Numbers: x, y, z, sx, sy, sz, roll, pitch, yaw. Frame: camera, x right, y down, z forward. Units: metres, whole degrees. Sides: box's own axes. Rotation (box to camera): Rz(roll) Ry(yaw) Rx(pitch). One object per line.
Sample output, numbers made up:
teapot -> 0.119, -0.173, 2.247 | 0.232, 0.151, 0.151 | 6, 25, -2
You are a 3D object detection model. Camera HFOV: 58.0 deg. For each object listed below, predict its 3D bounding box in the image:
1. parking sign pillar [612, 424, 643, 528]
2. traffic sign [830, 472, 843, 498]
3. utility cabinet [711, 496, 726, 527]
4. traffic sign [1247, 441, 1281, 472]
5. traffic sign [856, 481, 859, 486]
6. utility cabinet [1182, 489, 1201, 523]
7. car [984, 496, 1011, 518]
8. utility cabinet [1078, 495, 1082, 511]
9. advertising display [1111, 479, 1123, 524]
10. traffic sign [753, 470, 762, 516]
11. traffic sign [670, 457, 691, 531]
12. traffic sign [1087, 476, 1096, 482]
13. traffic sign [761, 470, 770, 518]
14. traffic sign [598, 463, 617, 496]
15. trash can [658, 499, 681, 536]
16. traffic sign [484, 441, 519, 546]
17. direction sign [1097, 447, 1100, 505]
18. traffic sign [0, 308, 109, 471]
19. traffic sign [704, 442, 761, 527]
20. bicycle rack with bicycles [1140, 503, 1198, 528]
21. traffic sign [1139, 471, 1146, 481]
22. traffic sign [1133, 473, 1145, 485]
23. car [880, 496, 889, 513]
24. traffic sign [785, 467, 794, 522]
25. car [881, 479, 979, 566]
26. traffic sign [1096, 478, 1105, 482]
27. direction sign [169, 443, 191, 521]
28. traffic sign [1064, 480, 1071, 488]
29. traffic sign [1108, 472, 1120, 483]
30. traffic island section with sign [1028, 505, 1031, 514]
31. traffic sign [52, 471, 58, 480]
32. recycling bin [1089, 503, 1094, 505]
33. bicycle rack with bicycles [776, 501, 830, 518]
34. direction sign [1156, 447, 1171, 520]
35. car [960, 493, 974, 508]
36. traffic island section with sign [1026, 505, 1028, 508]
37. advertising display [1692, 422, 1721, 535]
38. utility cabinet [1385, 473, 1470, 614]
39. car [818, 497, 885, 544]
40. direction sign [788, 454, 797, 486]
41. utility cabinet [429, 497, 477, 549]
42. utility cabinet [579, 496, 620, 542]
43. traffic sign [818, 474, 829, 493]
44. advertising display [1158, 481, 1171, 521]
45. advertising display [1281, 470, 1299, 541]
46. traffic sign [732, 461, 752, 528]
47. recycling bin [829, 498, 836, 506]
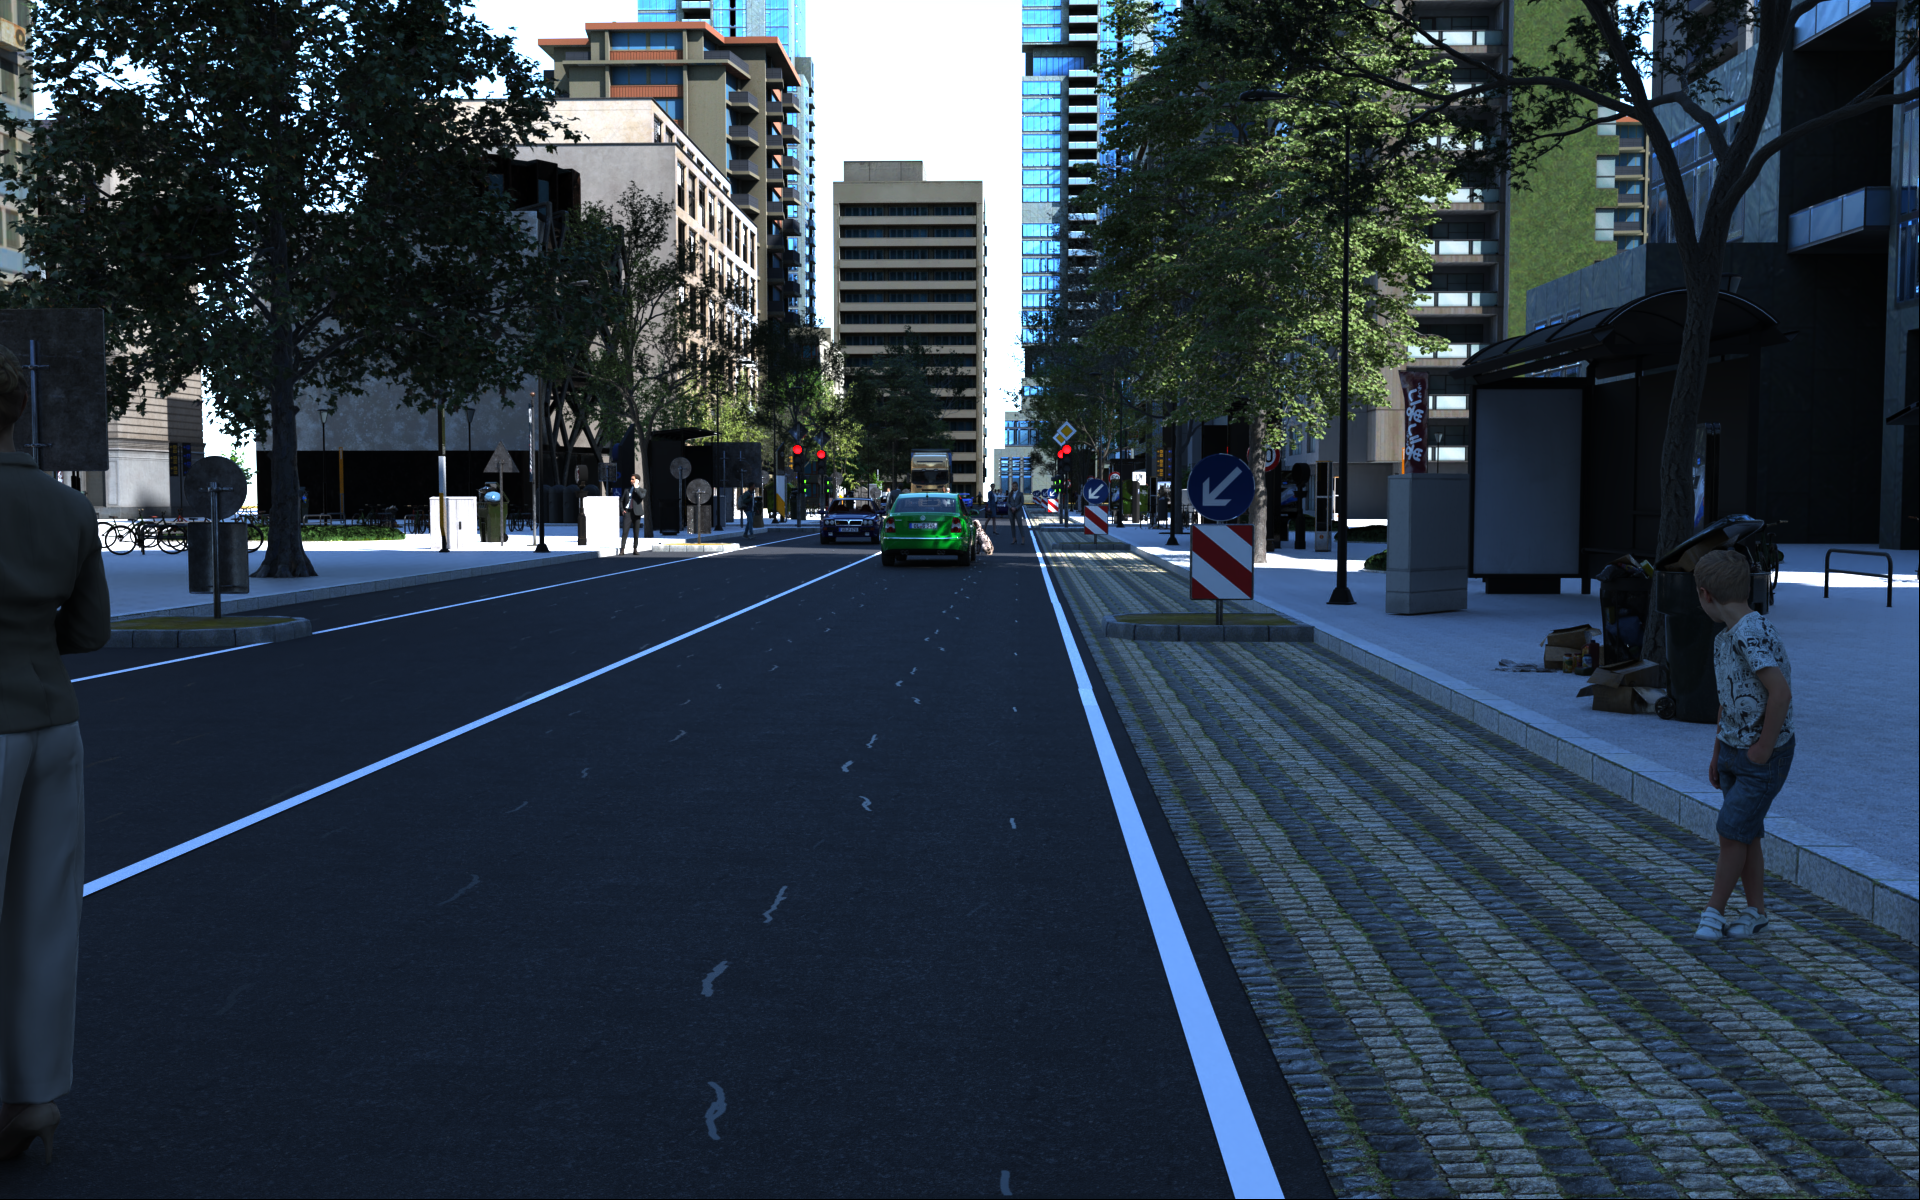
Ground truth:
parking sign pillar -> -12.751, -4.719, 65.627 | 1.447, 3.967, 1.447 | 1, 4, 11
traffic sign -> -7.118, -6.096, 99.779 | 0.768, 2.556, 0.104 | 0, 4, 6
utility cabinet -> -9.641, -3.441, 67.421 | 1.020, 1.237, 0.306 | 0, 4, -2
traffic sign -> 6.972, -2.430, 39.832 | 0.768, 2.556, 0.104 | 0, 4, 4
traffic sign -> -8.423, -8.527, 139.527 | 0.768, 2.556, 0.104 | 1, 4, 10
utility cabinet -> 10.022, -4.093, 75.598 | 0.318, 1.500, 1.173 | -2, 4, -26
car -> 2.390, -5.551, 103.342 | 1.945, 1.354, 3.894 | 0, 4, 3
utility cabinet -> 8.824, -6.947, 124.746 | 0.306, 1.237, 1.020 | 2, 4, 27
advertising display -> 6.665, -4.190, 73.725 | 0.123, 1.923, 0.974 | -1, 4, -19
traffic sign -> -9.071, -4.647, 76.091 | 0.768, 2.556, 0.104 | 0, 4, 8
traffic sign -> -9.630, -3.643, 59.675 | 0.768, 2.556, 0.104 | 1, 4, 8
traffic sign -> 9.145, -7.390, 120.925 | 0.768, 2.556, 0.104 | 0, 4, 6
traffic sign -> -10.570, -5.660, 92.651 | 0.768, 2.556, 0.104 | 0, 4, 5
traffic sign -> -11.506, -3.328, 56.541 | 0.606, 2.300, 0.079 | 0, 4, 8
trash can -> -9.023, -2.577, 53.784 | 0.748, 1.137, 0.748 | 0, 3, 0
traffic sign -> -11.220, -2.592, 42.376 | 0.884, 2.594, 0.081 | 0, 4, 4
direction sign -> 6.715, -5.596, 83.499 | 0.379, 3.537, 0.876 | 0, 4, -7
traffic sign -> -10.483, -1.542, 19.082 | 2.265, 3.308, 0.079 | 0, 4, 5
traffic sign -> -8.901, -4.520, 67.782 | 2.265, 3.308, 0.079 | 0, 4, 3
bicycle rack with bicycles -> 8.136, -3.218, 65.998 | 2.852, 0.926, 2.925 | 1, 4, 22
traffic sign -> 10.132, -5.974, 97.777 | 0.768, 2.556, 0.104 | 1, 4, 10
traffic sign -> 8.333, -4.804, 80.682 | 0.606, 2.300, 0.079 | 1, 4, 10
car -> -4.526, -6.087, 112.094 | 1.945, 1.354, 3.894 | 0, 4, 1
traffic sign -> -8.034, -4.889, 80.034 | 0.768, 2.556, 0.104 | 0, 4, 7
car -> -0.601, -1.660, 35.933 | 1.959, 1.807, 4.718 | 0, 4, 3
traffic sign -> 10.224, -7.769, 127.132 | 0.768, 2.556, 0.104 | 0, 4, 6
direction sign -> -34.342, -5.159, 76.348 | 0.876, 3.537, 0.379 | -2, 4, -26
traffic sign -> 9.195, -9.072, 148.436 | 0.768, 2.556, 0.104 | 0, 4, 4
traffic sign -> 8.793, -6.004, 98.266 | 0.768, 2.556, 0.104 | 0, 4, 3
traffic island section with sign -> 6.122, -7.197, 126.304 | 1.989, 1.847, 2.006 | 0, 4, 2
traffic sign -> -10.677, -1.122, 20.467 | 0.606, 2.300, 0.079 | 1, 4, 11
recycling bin -> 8.521, -5.913, 109.226 | 0.722, 1.027, 0.722 | 0, 4, 6
bicycle rack with bicycles -> -8.334, -4.983, 94.854 | 2.852, 0.926, 2.925 | -3, 5, -43
direction sign -> 9.992, -5.641, 84.223 | 0.876, 3.537, 0.379 | 1, 4, 14
car -> 0.435, -10.146, 175.485 | 1.945, 1.707, 3.694 | 0, 4, 0
traffic island section with sign -> 7.821, -10.280, 176.709 | 1.989, 1.847, 2.006 | 0, 4, 2
advertising display -> 6.812, -0.656, 15.937 | 0.123, 1.923, 0.974 | 1, 4, 13
utility cabinet -> 5.041, -0.612, 18.691 | 1.173, 1.500, 0.318 | -3, 5, -44
car -> -3.140, -2.338, 50.800 | 1.945, 1.354, 3.894 | 0, 4, 0
direction sign -> -9.436, -6.514, 98.509 | 0.379, 3.537, 0.876 | 3, 5, 40
utility cabinet -> -11.809, -1.787, 40.371 | 1.020, 1.237, 0.306 | 0, 4, -2
utility cabinet -> -9.659, -2.155, 46.388 | 1.020, 1.237, 0.306 | -1, 4, -22
traffic sign -> -8.681, -6.734, 110.211 | 0.768, 2.556, 0.104 | 1, 4, 9
advertising display -> 9.709, -4.747, 82.822 | 0.974, 1.923, 0.123 | 2, 4, 26
advertising display -> 8.774, -2.567, 47.186 | 0.974, 1.923, 0.123 | 2, 4, 28
traffic sign -> -8.300, -4.025, 65.907 | 0.768, 2.556, 0.104 | 0, 4, 7
recycling bin -> -8.406, -6.398, 117.156 | 0.722, 1.027, 0.722 | -1, 4, -20
